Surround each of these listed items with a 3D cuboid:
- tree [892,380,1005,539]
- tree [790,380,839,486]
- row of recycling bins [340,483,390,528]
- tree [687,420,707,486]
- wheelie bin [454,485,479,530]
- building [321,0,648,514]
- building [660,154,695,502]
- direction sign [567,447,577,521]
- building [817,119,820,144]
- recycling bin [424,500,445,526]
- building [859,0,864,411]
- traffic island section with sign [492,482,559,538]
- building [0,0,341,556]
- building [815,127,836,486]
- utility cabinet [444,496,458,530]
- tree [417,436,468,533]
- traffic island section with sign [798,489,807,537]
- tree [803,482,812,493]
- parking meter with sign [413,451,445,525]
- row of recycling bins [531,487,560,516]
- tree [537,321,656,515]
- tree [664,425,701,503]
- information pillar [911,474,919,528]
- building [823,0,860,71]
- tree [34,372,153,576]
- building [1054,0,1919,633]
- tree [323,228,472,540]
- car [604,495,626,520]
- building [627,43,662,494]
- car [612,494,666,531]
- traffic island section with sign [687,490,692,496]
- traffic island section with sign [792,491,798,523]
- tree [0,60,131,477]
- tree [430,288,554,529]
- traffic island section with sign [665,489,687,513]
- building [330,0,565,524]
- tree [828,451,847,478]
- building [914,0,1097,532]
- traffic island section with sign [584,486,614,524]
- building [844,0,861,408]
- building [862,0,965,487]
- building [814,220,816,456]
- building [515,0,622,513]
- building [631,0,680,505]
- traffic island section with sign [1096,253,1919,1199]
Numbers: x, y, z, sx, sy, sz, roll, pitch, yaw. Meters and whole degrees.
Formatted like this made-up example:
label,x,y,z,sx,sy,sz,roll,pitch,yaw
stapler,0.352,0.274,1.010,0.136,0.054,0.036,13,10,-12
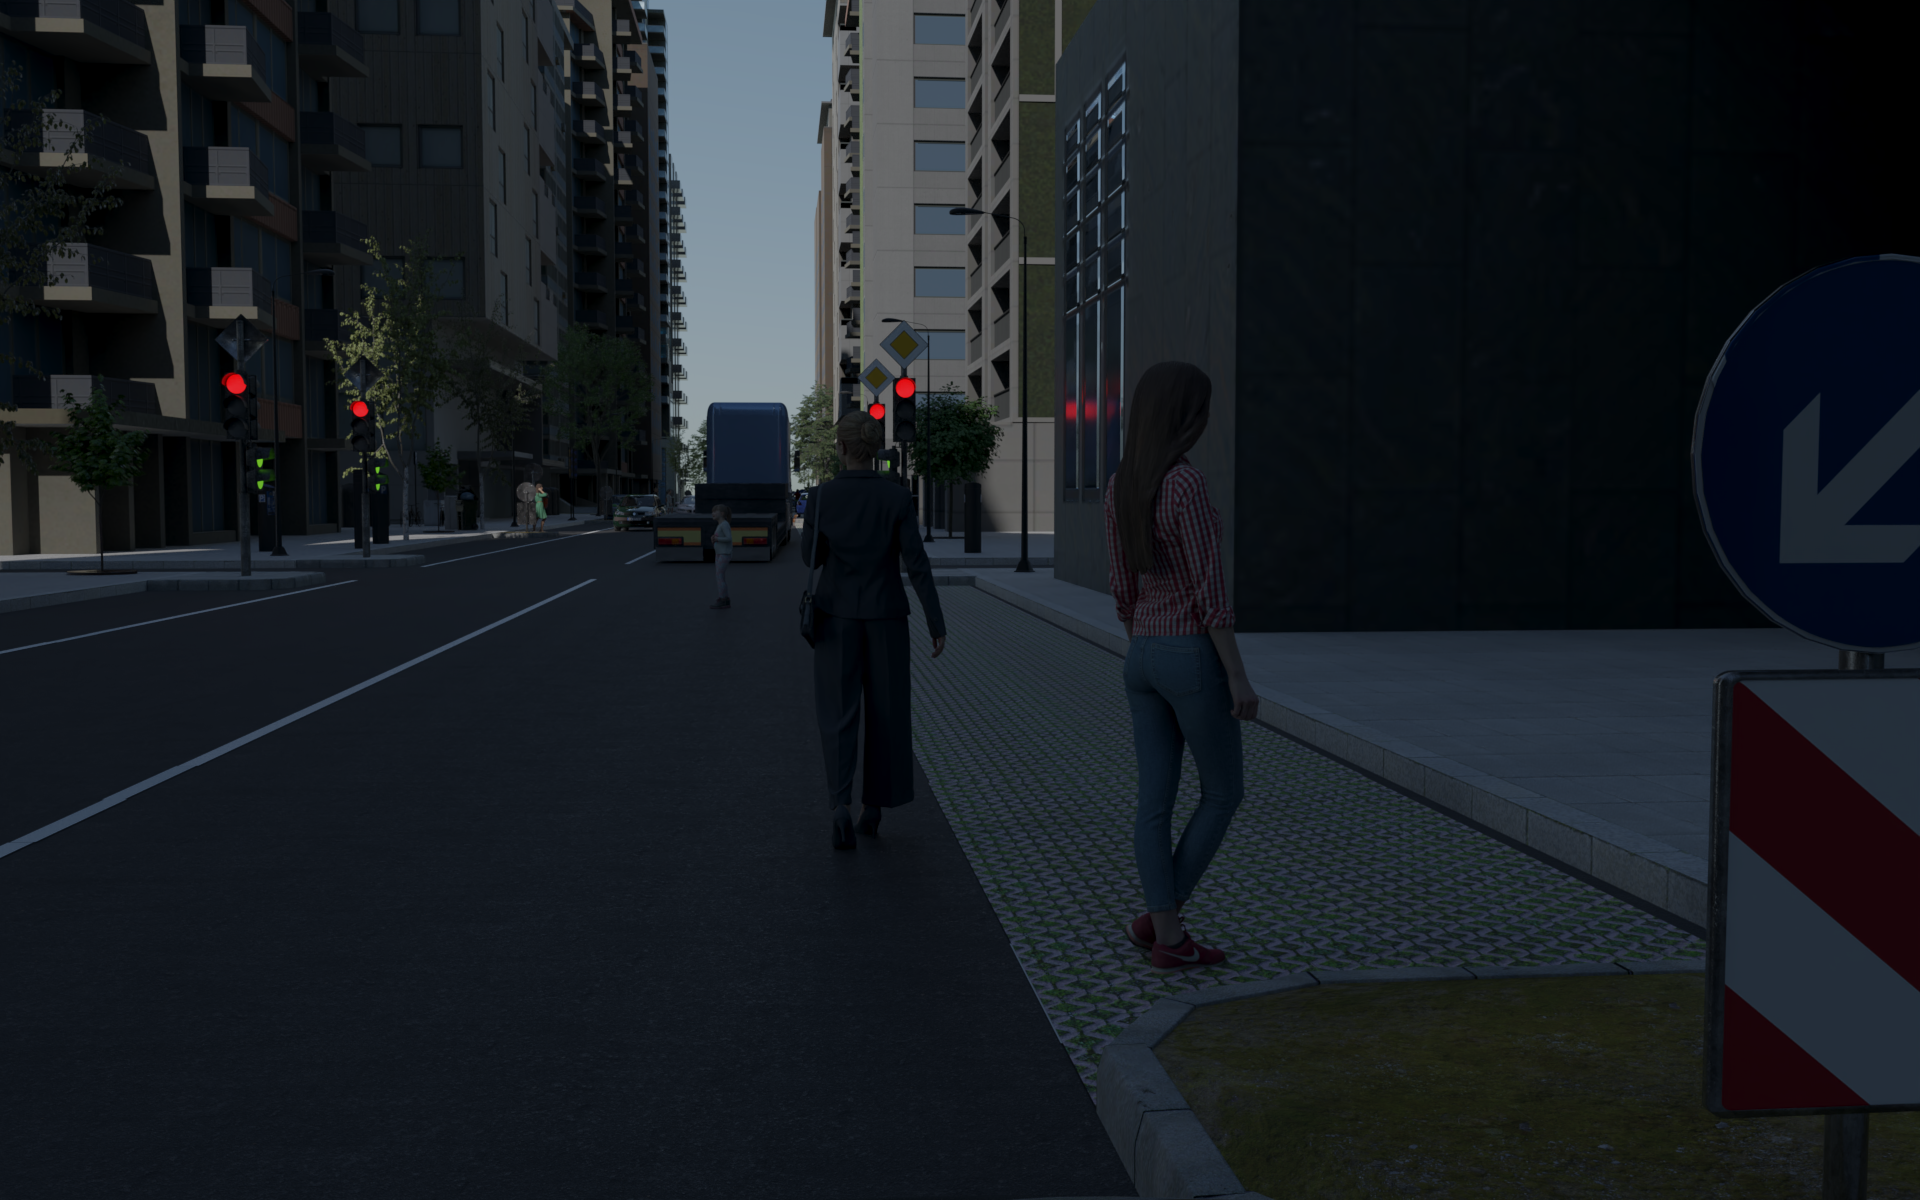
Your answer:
label,x,y,z,sx,sy,sz,roll,pitch,yaw
tree,-0.348,-4.059,50.078,4.285,4.588,4.351,0,3,0
tree,-15.093,-17.645,195.150,9.857,13.997,8.962,0,3,0
row of recycling bins,-23.294,-3.703,67.662,1.069,1.692,3.534,0,4,4
tree,-37.639,-21.046,262.229,7.486,12.596,7.792,0,3,0
wheelie bin,-17.487,-3.271,61.396,0.693,1.594,0.980,-3,5,-44
building,-38.500,-30.118,147.046,22.147,44.769,28.867,0,4,-6
building,-49.091,-37.831,238.139,23.786,49.044,30.456,0,4,-6
direction sign,-19.245,-5.758,86.141,0.379,3.537,0.876,1,4,13
building,-4.087,-39.122,228.877,28.713,52.752,27.495,0,4,-6
recycling bin,-21.203,-3.512,69.972,0.722,1.027,0.722,0,4,0
building,-0.150,-26.870,122.920,14.154,41.232,14.086,0,4,-6
traffic island section with sign,-14.410,-2.995,57.591,1.989,1.847,2.006,0,4,-6
building,-29.336,-24.007,47.134,22.147,44.769,28.867,0,4,-6
building,-9.459,-34.085,207.404,14.600,45.320,14.200,0,4,-6
utility cabinet,-18.228,-3.161,62.838,0.306,1.237,1.020,2,4,28
tree,-17.291,-3.866,57.817,1.663,3.219,1.824,0,3,0
traffic island section with sign,-4.370,-3.041,58.349,1.989,1.847,2.006,0,4,-6
tree,-20.451,-14.618,233.606,1.663,3.219,1.824,0,3,0
parking meter with sign,-21.428,-4.566,70.914,1.738,3.016,0.543,-1,4,-13
row of recycling bins,-24.880,-5.933,104.118,1.069,1.692,3.534,0,4,5
tree,-22.121,-10.983,105.331,9.928,11.665,9.643,0,3,0
tree,-29.912,-14.371,185.333,4.737,8.622,4.395,0,3,0
information pillar,-1.680,-3.700,64.984,0.304,2.012,0.304,0,4,-1
building,1.136,-35.699,172.921,28.713,52.752,27.495,0,4,-6
tree,-13.644,-2.017,27.580,1.663,3.219,1.824,0,3,0
building,14.140,-42.622,9.543,22.319,86.520,31.000,0,4,-6
tree,-15.557,-5.988,48.265,4.737,8.622,4.395,0,3,0
car,-17.608,-4.806,90.579,2.014,1.417,4.499,0,4,-7
building,-36.782,-31.747,169.167,14.600,45.320,14.200,0,4,-6
car,-12.574,-3.565,68.077,2.009,1.686,4.222,0,4,-4
traffic island section with sign,-25.279,-9.347,161.449,1.989,1.847,2.006,0,4,-6
traffic island section with sign,-7.205,-4.701,85.484,1.989,1.847,2.006,0,4,-6
tree,-13.187,-4.380,21.978,4.360,8.622,3.978,0,3,0
tree,-17.096,-6.865,62.603,4.360,8.622,3.978,0,3,0
traffic island section with sign,-22.465,-7.707,134.640,1.989,1.847,2.006,0,4,-6
building,-34.461,-30.179,82.666,28.713,52.752,27.495,0,4,-6
tree,-7.056,-7.987,114.298,4.285,4.588,4.351,0,3,0
building,9.244,-38.155,62.081,20.563,71.187,20.611,0,4,-6
traffic island section with sign,-17.212,-4.634,84.400,1.989,1.847,2.006,0,4,-6
building,1.645,-29.989,144.937,22.147,44.769,28.867,0,4,-6
building,5.018,-33.959,97.221,21.231,58.520,28.212,0,4,-6
building,-13.443,-36.632,249.051,14.600,45.320,14.200,0,4,-6
building,-40.495,-26.187,120.040,32.217,40.220,23.993,0,4,-6
building,-44.746,-54.664,206.431,22.319,86.520,31.000,0,4,-6
traffic island section with sign,1.349,0.305,3.645,1.989,1.847,2.006,0,4,-6
